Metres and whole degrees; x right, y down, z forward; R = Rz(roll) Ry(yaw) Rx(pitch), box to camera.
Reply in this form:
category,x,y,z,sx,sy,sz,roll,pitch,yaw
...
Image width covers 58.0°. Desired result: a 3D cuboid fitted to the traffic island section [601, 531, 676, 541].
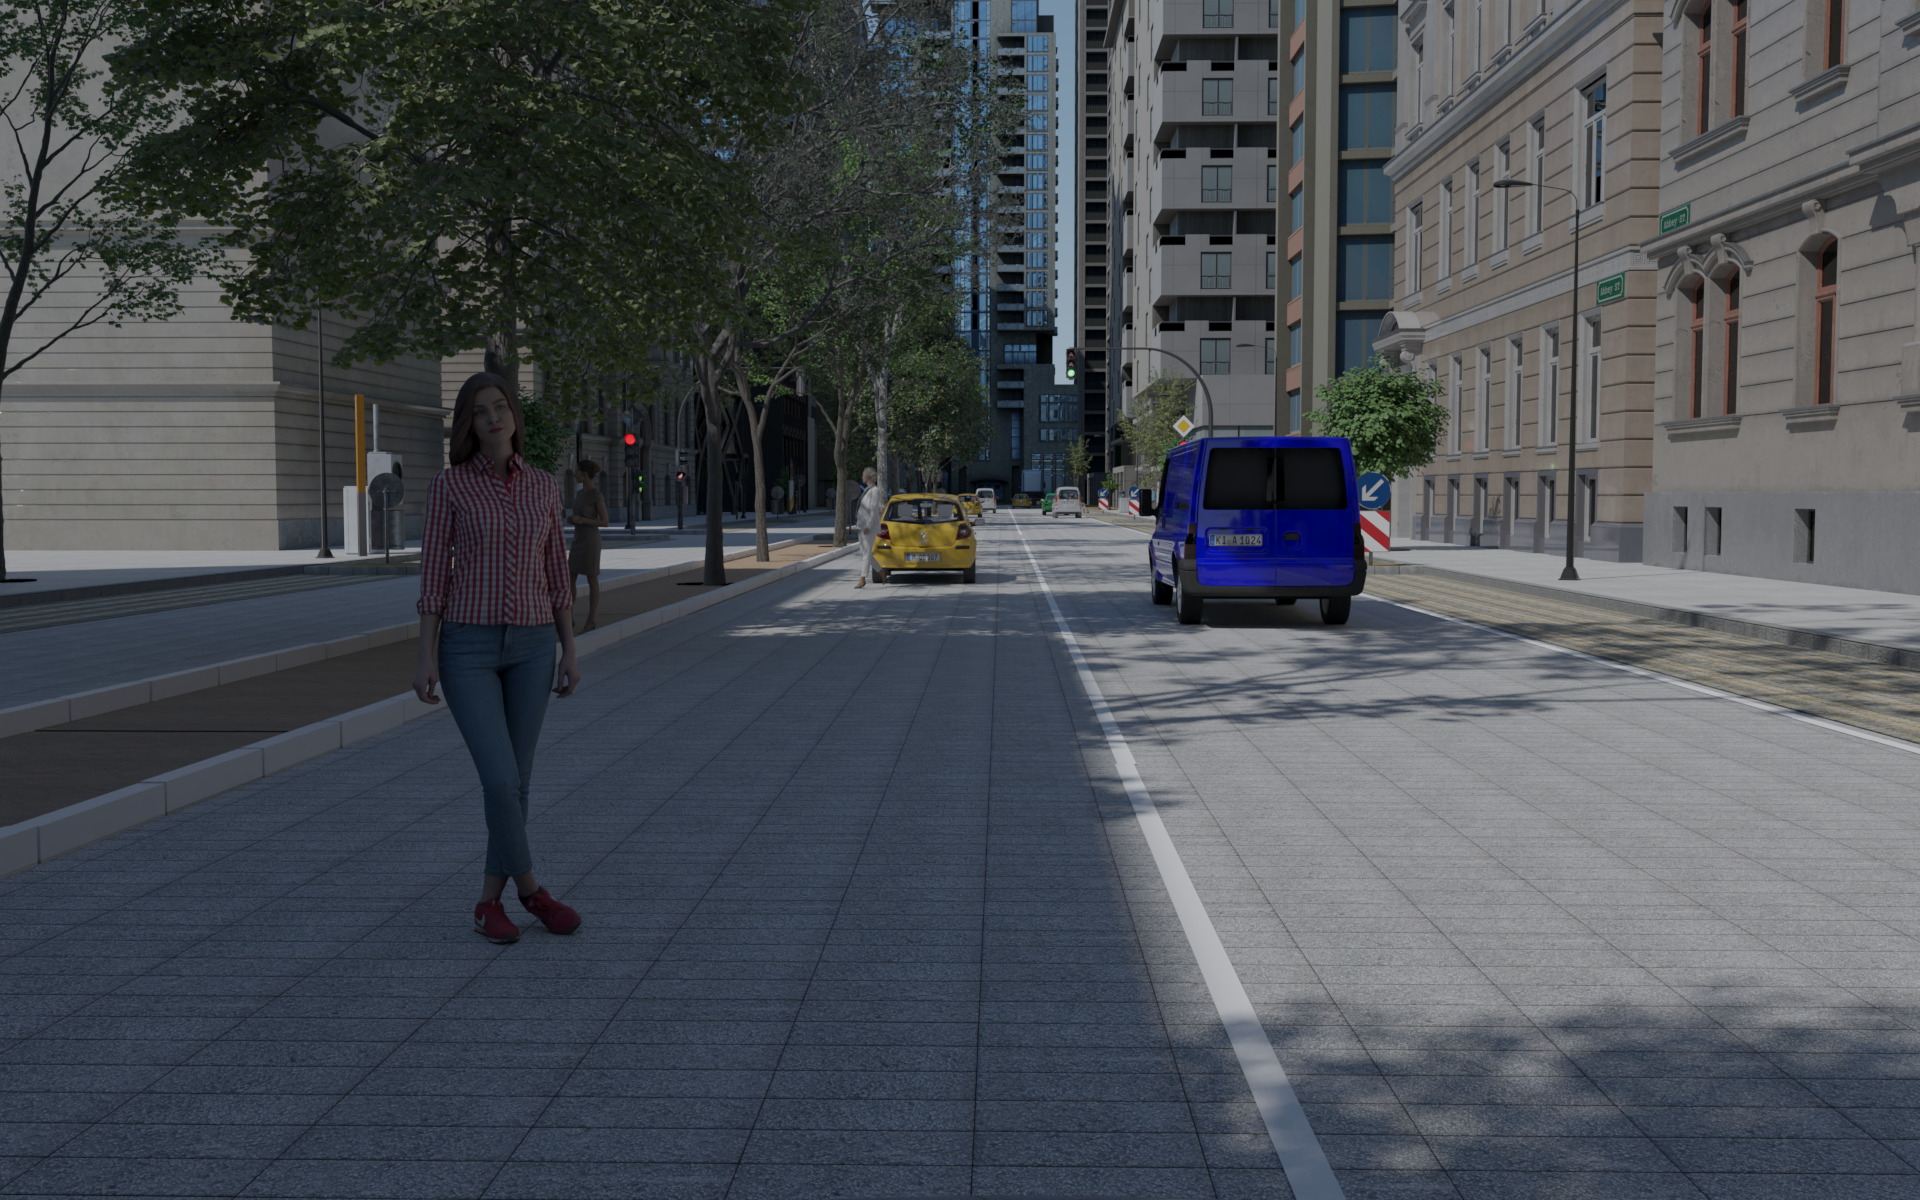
category,x,y,z,sx,sy,sz,roll,pitch,yaw
traffic island section,-10.260,-1.956,54.264,2.009,0.180,2.903,0,4,1

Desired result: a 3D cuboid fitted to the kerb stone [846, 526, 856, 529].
category,x,y,z,sx,sy,sz,roll,pitch,yaw
kerb stone,-4.246,-2.756,67.263,0.120,0.150,1.000,0,4,1

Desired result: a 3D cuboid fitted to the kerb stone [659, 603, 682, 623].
category,x,y,z,sx,sy,sz,roll,pitch,yaw
kerb stone,-3.315,0.164,19.511,0.120,0.150,1.000,0,4,1

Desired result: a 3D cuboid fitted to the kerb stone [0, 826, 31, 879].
category,x,y,z,sx,sy,sz,roll,pitch,yaw
kerb stone,-3.637,0.979,6.193,0.120,0.150,1.000,0,4,1

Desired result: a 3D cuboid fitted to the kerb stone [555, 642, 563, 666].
category,x,y,z,sx,sy,sz,roll,pitch,yaw
kerb stone,-3.439,0.478,14.377,0.120,0.150,1.000,0,4,1

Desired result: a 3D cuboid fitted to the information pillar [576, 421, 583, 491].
category,x,y,z,sx,sy,sz,roll,pitch,yaw
information pillar,-12.068,-3.891,54.979,0.183,3.616,0.504,0,4,1

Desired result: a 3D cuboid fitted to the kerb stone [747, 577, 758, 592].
category,x,y,z,sx,sy,sz,roll,pitch,yaw
kerb stone,-3.163,-0.207,25.648,0.120,0.150,1.000,0,4,1

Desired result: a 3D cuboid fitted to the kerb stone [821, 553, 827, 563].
category,x,y,z,sx,sy,sz,roll,pitch,yaw
kerb stone,-2.917,-0.838,35.896,0.120,0.150,1.000,0,4,1

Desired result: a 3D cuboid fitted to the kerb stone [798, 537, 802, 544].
category,x,y,z,sx,sy,sz,roll,pitch,yaw
kerb stone,-4.686,-1.653,49.277,0.120,0.150,1.000,0,4,1

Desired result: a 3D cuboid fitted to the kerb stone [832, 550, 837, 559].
category,x,y,z,sx,sy,sz,roll,pitch,yaw
kerb stone,-2.864,-0.963,37.939,0.120,0.150,1.000,0,4,1

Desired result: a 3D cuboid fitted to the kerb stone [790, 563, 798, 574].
category,x,y,z,sx,sy,sz,roll,pitch,yaw
kerb stone,-3.045,-0.525,30.781,0.120,0.150,1.000,0,4,1

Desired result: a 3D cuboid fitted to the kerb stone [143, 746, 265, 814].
category,x,y,z,sx,sy,sz,roll,pitch,yaw
kerb stone,-3.591,0.855,8.236,0.120,0.150,1.000,0,4,1

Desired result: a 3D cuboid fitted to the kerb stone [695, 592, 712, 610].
category,x,y,z,sx,sy,sz,roll,pitch,yaw
kerb stone,-3.266,0.039,21.554,0.120,0.150,1.000,0,4,1

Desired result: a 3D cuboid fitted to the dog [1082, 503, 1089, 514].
category,x,y,z,sx,sy,sz,roll,pitch,yaw
dog,8.803,-6.396,121.411,0.513,0.831,0.800,-1,4,-9

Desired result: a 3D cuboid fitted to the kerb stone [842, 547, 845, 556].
category,x,y,z,sx,sy,sz,roll,pitch,yaw
kerb stone,-2.809,-1.088,39.987,0.120,0.150,1.000,0,4,1

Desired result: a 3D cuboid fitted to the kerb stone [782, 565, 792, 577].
category,x,y,z,sx,sy,sz,roll,pitch,yaw
kerb stone,-3.058,-0.462,29.753,0.120,0.150,1.000,0,4,1

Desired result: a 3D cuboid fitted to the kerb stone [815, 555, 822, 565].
category,x,y,z,sx,sy,sz,roll,pitch,yaw
kerb stone,-2.936,-0.775,34.874,0.120,0.150,1.000,0,4,1

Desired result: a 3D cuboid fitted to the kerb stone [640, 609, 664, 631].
category,x,y,z,sx,sy,sz,roll,pitch,yaw
kerb stone,-3.342,0.227,18.483,0.120,0.150,1.000,0,4,1

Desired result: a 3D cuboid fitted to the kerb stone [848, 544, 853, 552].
category,x,y,z,sx,sy,sz,roll,pitch,yaw
kerb stone,-2.771,-1.214,42.045,0.120,0.150,1.000,0,4,1

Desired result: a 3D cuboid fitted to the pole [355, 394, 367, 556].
category,x,y,z,sx,sy,sz,roll,pitch,yaw
pole,-12.312,-2.554,35.601,0.158,3.312,0.155,0,3,0

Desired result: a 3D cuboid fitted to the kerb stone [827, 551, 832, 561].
category,x,y,z,sx,sy,sz,roll,pitch,yaw
kerb stone,-2.891,-0.900,36.918,0.120,0.150,1.000,0,4,1

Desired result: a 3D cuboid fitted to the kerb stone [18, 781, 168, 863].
category,x,y,z,sx,sy,sz,roll,pitch,yaw
kerb stone,-3.613,0.922,7.215,0.120,0.150,1.000,0,4,1

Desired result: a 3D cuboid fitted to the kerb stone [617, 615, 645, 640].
category,x,y,z,sx,sy,sz,roll,pitch,yaw
kerb stone,-3.364,0.290,17.457,0.120,0.150,1.000,0,4,1

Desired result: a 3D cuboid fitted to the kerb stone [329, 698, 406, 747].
category,x,y,z,sx,sy,sz,roll,pitch,yaw
kerb stone,-3.536,0.729,10.283,0.120,0.150,1.000,0,4,1

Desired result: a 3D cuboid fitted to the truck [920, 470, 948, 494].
category,x,y,z,sx,sy,sz,roll,pitch,yaw
truck,-3.026,-13.321,206.718,2.839,4.237,11.283,0,4,3

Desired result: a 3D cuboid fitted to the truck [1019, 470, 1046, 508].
category,x,y,z,sx,sy,sz,roll,pitch,yaw
truck,7.789,-11.916,184.589,2.967,4.110,18.799,0,4,2

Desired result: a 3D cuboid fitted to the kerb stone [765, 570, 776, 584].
category,x,y,z,sx,sy,sz,roll,pitch,yaw
kerb stone,-3.116,-0.337,27.702,0.120,0.150,1.000,0,4,1

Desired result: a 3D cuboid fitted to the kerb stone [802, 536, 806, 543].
category,x,y,z,sx,sy,sz,roll,pitch,yaw
kerb stone,-4.661,-1.719,50.298,0.120,0.150,1.000,0,4,1

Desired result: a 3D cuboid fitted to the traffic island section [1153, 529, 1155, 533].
category,x,y,z,sx,sy,sz,roll,pitch,yaw
traffic island section,7.971,-2.417,61.802,2.009,0.180,2.903,0,4,1

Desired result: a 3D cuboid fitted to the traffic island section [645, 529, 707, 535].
category,x,y,z,sx,sy,sz,roll,pitch,yaw
traffic island section,-10.065,-2.444,62.246,2.009,0.180,2.903,0,4,1

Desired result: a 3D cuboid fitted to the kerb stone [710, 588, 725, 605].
category,x,y,z,sx,sy,sz,roll,pitch,yaw
kerb stone,-3.241,-0.019,22.577,0.120,0.150,1.000,0,4,1

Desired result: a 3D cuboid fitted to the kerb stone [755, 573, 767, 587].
category,x,y,z,sx,sy,sz,roll,pitch,yaw
kerb stone,-3.143,-0.273,26.681,0.120,0.150,1.000,0,4,1

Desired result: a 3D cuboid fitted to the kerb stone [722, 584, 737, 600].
category,x,y,z,sx,sy,sz,roll,pitch,yaw
kerb stone,-3.215,-0.086,23.599,0.120,0.150,1.000,0,4,1

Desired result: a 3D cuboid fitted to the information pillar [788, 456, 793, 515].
category,x,y,z,sx,sy,sz,roll,pitch,yaw
information pillar,-10.434,-7.073,107.004,0.183,3.616,0.504,1,4,18

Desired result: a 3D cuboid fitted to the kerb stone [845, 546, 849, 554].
category,x,y,z,sx,sy,sz,roll,pitch,yaw
kerb stone,-2.789,-1.148,41.015,0.120,0.150,1.000,0,4,1

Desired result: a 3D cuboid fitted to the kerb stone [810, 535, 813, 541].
category,x,y,z,sx,sy,sz,roll,pitch,yaw
kerb stone,-4.619,-1.844,52.343,0.120,0.150,1.000,0,4,1

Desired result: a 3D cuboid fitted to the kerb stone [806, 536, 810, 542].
category,x,y,z,sx,sy,sz,roll,pitch,yaw
kerb stone,-4.640,-1.781,51.321,0.120,0.150,1.000,0,4,1

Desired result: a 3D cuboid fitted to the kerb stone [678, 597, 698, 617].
category,x,y,z,sx,sy,sz,roll,pitch,yaw
kerb stone,-3.286,0.104,20.532,0.120,0.150,1.000,0,4,1

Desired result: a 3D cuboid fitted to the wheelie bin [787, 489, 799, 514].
category,x,y,z,sx,sy,sz,roll,pitch,yaw
wheelie bin,-10.657,-6.274,110.489,0.693,1.594,0.980,0,4,-1

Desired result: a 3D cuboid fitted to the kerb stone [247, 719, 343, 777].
category,x,y,z,sx,sy,sz,roll,pitch,yaw
kerb stone,-3.564,0.791,9.258,0.120,0.150,1.000,0,4,1

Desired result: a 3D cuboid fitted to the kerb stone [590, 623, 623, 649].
category,x,y,z,sx,sy,sz,roll,pitch,yaw
kerb stone,-3.387,0.353,16.420,0.120,0.150,1.000,0,4,1

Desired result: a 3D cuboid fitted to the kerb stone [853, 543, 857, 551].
category,x,y,z,sx,sy,sz,roll,pitch,yaw
kerb stone,-2.739,-1.275,43.072,0.120,0.150,1.000,0,4,1

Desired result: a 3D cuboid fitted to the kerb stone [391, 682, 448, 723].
category,x,y,z,sx,sy,sz,roll,pitch,yaw
kerb stone,-3.515,0.666,11.304,0.120,0.150,1.000,0,4,1

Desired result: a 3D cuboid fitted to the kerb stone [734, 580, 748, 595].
category,x,y,z,sx,sy,sz,roll,pitch,yaw
kerb stone,-3.191,-0.149,24.626,0.120,0.150,1.000,0,4,1

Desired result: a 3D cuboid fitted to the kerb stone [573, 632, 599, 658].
category,x,y,z,sx,sy,sz,roll,pitch,yaw
kerb stone,-3.407,0.421,15.398,0.120,0.150,1.000,0,4,1

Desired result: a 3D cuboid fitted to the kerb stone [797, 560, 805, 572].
category,x,y,z,sx,sy,sz,roll,pitch,yaw
kerb stone,-3.008,-0.586,31.806,0.120,0.150,1.000,0,4,1

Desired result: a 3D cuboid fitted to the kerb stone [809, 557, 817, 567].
category,x,y,z,sx,sy,sz,roll,pitch,yaw
kerb stone,-2.961,-0.711,33.853,0.120,0.150,1.000,0,4,1

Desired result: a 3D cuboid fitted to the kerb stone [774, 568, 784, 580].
category,x,y,z,sx,sy,sz,roll,pitch,yaw
kerb stone,-3.092,-0.400,28.728,0.120,0.150,1.000,0,4,1

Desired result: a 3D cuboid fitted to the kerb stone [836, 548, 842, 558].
category,x,y,z,sx,sy,sz,roll,pitch,yaw
kerb stone,-2.828,-1.026,38.966,0.120,0.150,1.000,0,4,1

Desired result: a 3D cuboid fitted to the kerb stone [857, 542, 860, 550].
category,x,y,z,sx,sy,sz,roll,pitch,yaw
kerb stone,-2.715,-1.338,44.094,0.120,0.150,1.000,0,4,1

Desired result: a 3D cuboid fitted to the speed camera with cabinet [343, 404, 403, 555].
category,x,y,z,sx,sy,sz,roll,pitch,yaw
speed camera with cabinet,-12.702,-2.642,37.533,0.660,3.252,2.038,0,4,2

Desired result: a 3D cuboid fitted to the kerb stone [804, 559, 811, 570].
category,x,y,z,sx,sy,sz,roll,pitch,yaw
kerb stone,-2.989,-0.650,32.828,0.120,0.150,1.000,0,4,1
